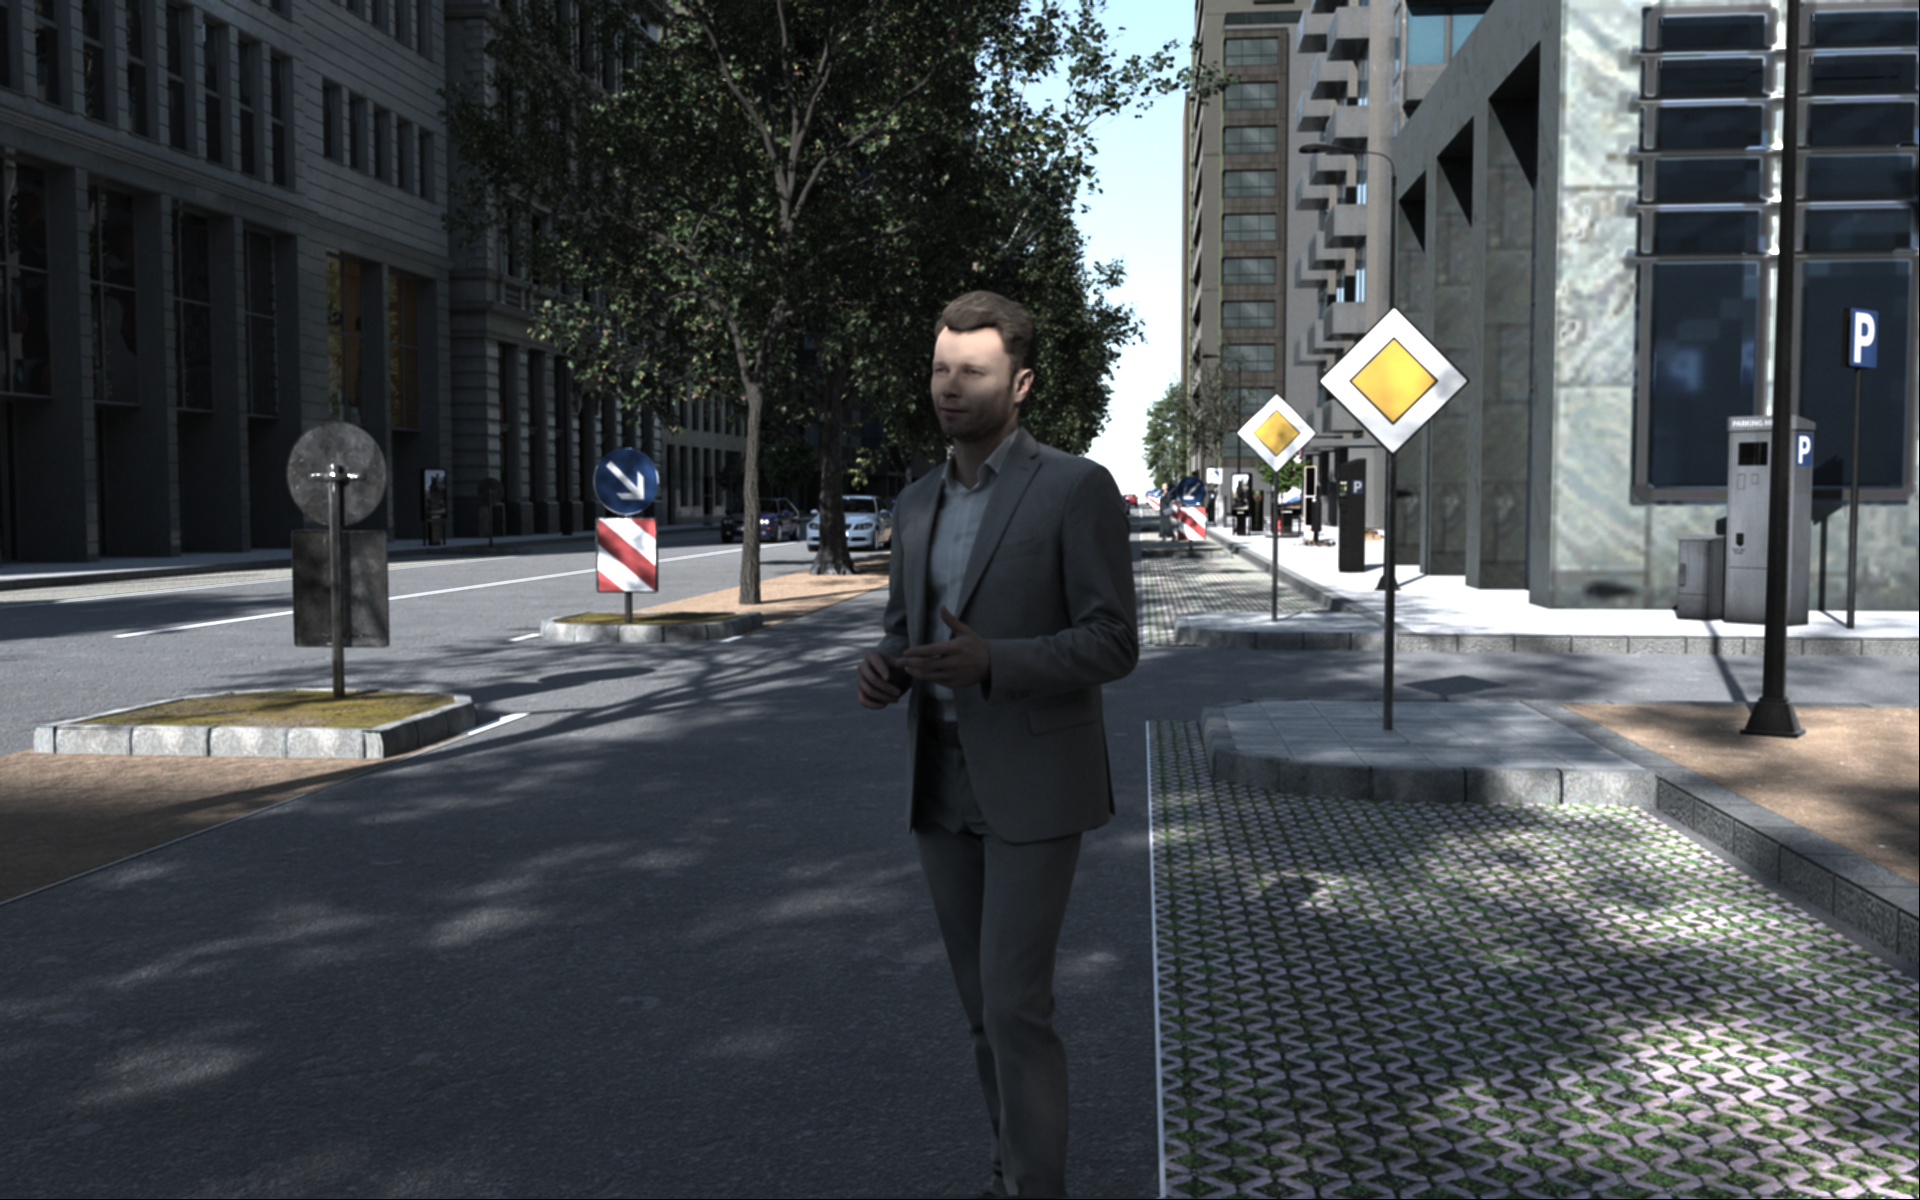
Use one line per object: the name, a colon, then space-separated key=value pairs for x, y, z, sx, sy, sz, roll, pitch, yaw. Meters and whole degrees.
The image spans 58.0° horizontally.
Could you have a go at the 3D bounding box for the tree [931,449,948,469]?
tree: x=-1.185 y=-13.280 z=167.490 sx=4.360 sy=8.622 sz=3.978 roll=0 pitch=3 yaw=0

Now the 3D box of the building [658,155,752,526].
building: x=-16.291 y=-13.659 z=78.083 sx=10.420 sy=20.320 sz=16.860 roll=0 pitch=4 yaw=6

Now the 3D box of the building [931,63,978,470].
building: x=-13.170 y=-36.944 z=193.276 sx=28.713 sy=52.752 sz=27.495 roll=0 pitch=4 yaw=6

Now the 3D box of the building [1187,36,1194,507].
building: x=27.894 y=-29.012 z=157.934 sx=14.154 sy=41.232 sz=14.086 roll=0 pitch=4 yaw=6

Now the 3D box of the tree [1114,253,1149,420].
tree: x=1.731 y=-8.607 z=60.196 sx=9.611 sy=12.733 sz=9.660 roll=0 pitch=3 yaw=0

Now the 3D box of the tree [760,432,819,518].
tree: x=-9.092 y=-6.630 z=92.114 sx=4.285 sy=4.588 sz=4.351 roll=0 pitch=3 yaw=0

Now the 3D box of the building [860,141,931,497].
building: x=-10.340 y=-30.900 z=155.324 sx=14.600 sy=45.320 sz=14.200 roll=0 pitch=4 yaw=6

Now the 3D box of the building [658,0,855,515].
building: x=-18.883 y=-27.838 z=109.774 sx=22.147 sy=44.769 sz=28.867 roll=0 pitch=4 yaw=6

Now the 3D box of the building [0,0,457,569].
building: x=-21.458 y=-15.744 z=34.905 sx=11.434 sy=29.767 sz=29.804 roll=0 pitch=4 yaw=6

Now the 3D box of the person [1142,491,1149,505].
person: x=21.937 y=-11.868 z=202.482 sx=1.348 sy=1.831 sz=0.705 roll=3 pitch=5 yaw=42

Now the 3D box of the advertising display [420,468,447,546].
advertising display: x=-13.092 y=-2.317 z=43.096 sx=0.123 sy=1.923 sz=0.974 roll=1 pitch=4 yaw=17

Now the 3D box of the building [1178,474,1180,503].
building: x=41.152 y=-56.233 z=232.084 sx=22.319 sy=86.520 sz=31.000 roll=0 pitch=4 yaw=6

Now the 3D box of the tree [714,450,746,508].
tree: x=-10.036 y=-4.976 z=75.962 sx=1.663 sy=3.219 sz=1.824 roll=0 pitch=3 yaw=0

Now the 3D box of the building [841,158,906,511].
building: x=-20.934 y=-27.224 z=136.991 sx=32.217 sy=40.220 sz=23.993 roll=0 pitch=4 yaw=6

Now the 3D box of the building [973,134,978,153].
building: x=-7.052 y=-36.833 z=221.832 sx=23.786 sy=49.044 sz=30.456 roll=0 pitch=4 yaw=6

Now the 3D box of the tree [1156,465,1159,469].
tree: x=28.294 y=-17.608 z=238.246 sx=4.360 sy=8.622 sz=3.978 roll=0 pitch=3 yaw=0

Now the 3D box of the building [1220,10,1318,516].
building: x=23.034 y=-20.532 z=107.405 sx=14.160 sy=30.474 sz=14.107 roll=0 pitch=4 yaw=6

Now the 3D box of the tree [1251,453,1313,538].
tree: x=9.650 y=-3.457 z=51.119 sx=1.663 sy=3.219 sz=1.824 roll=0 pitch=3 yaw=0

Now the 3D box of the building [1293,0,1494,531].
building: x=25.297 y=-27.439 z=68.243 sx=23.786 sy=49.044 sz=30.456 roll=0 pitch=4 yaw=6

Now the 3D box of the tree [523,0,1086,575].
tree: x=-2.276 y=-6.783 z=30.373 sx=9.611 sy=12.733 sz=9.660 roll=0 pitch=3 yaw=0

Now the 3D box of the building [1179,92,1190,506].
building: x=31.176 y=-32.943 z=188.722 sx=14.600 sy=45.320 sz=14.200 roll=0 pitch=4 yaw=6

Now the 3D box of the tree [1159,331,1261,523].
tree: x=11.302 y=-7.790 z=77.733 sx=4.360 sy=8.622 sz=3.978 roll=0 pitch=3 yaw=0

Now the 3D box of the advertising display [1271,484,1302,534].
advertising display: x=10.482 y=-3.081 z=55.582 sx=0.974 sy=1.923 sz=0.123 roll=1 pitch=4 yaw=14

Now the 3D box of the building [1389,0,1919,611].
building: x=23.142 y=-43.640 z=26.181 sx=31.000 sy=86.520 sz=22.319 roll=0 pitch=4 yaw=6

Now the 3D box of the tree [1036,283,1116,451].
tree: x=3.747 y=-10.955 z=88.226 sx=9.857 sy=13.997 sz=8.962 roll=0 pitch=3 yaw=0

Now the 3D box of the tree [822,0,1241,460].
tree: x=0.937 y=-11.588 z=47.818 sx=12.611 sy=20.169 sz=13.585 roll=0 pitch=3 yaw=0

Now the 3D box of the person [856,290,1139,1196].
person: x=0.005 y=0.340 z=3.149 sx=0.606 sy=1.804 sz=0.583 roll=3 pitch=5 yaw=39

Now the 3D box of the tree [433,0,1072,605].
tree: x=-2.778 y=-5.192 z=21.753 sx=8.767 sy=10.594 sz=7.601 roll=0 pitch=4 yaw=6

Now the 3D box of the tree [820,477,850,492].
tree: x=-7.269 y=-6.662 z=103.528 sx=1.663 sy=3.219 sz=1.824 roll=0 pitch=3 yaw=0

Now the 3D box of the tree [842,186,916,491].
tree: x=-1.226 y=-5.307 z=39.589 sx=4.737 sy=8.622 sz=4.395 roll=0 pitch=3 yaw=0

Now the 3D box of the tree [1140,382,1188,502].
tree: x=21.635 y=-15.732 z=175.338 sx=7.486 sy=12.596 sz=7.792 roll=0 pitch=3 yaw=0

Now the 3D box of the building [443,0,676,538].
building: x=-17.556 y=-14.115 z=59.653 sx=11.050 sy=23.489 sz=19.941 roll=0 pitch=4 yaw=6

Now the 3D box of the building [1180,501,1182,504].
building: x=37.355 y=-35.647 z=206.523 sx=21.300 sy=48.544 sz=21.600 roll=0 pitch=4 yaw=6

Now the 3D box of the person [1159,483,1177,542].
person: x=6.145 y=-2.610 z=51.594 sx=0.534 sy=1.772 sz=0.576 roll=-3 pitch=4 yaw=-36

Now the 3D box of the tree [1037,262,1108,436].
tree: x=2.879 y=-9.723 z=79.557 sx=7.486 sy=12.596 sz=7.792 roll=0 pitch=3 yaw=0

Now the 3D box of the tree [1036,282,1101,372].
tree: x=2.322 y=-8.693 z=70.343 sx=9.928 sy=11.665 sz=9.643 roll=0 pitch=3 yaw=0

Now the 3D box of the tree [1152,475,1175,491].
tree: x=29.010 y=-16.076 z=246.554 sx=4.285 sy=4.588 sz=4.351 roll=0 pitch=3 yaw=0

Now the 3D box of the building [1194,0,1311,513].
building: x=27.857 y=-30.657 z=124.939 sx=21.300 sy=48.544 sz=21.600 roll=0 pitch=4 yaw=6
